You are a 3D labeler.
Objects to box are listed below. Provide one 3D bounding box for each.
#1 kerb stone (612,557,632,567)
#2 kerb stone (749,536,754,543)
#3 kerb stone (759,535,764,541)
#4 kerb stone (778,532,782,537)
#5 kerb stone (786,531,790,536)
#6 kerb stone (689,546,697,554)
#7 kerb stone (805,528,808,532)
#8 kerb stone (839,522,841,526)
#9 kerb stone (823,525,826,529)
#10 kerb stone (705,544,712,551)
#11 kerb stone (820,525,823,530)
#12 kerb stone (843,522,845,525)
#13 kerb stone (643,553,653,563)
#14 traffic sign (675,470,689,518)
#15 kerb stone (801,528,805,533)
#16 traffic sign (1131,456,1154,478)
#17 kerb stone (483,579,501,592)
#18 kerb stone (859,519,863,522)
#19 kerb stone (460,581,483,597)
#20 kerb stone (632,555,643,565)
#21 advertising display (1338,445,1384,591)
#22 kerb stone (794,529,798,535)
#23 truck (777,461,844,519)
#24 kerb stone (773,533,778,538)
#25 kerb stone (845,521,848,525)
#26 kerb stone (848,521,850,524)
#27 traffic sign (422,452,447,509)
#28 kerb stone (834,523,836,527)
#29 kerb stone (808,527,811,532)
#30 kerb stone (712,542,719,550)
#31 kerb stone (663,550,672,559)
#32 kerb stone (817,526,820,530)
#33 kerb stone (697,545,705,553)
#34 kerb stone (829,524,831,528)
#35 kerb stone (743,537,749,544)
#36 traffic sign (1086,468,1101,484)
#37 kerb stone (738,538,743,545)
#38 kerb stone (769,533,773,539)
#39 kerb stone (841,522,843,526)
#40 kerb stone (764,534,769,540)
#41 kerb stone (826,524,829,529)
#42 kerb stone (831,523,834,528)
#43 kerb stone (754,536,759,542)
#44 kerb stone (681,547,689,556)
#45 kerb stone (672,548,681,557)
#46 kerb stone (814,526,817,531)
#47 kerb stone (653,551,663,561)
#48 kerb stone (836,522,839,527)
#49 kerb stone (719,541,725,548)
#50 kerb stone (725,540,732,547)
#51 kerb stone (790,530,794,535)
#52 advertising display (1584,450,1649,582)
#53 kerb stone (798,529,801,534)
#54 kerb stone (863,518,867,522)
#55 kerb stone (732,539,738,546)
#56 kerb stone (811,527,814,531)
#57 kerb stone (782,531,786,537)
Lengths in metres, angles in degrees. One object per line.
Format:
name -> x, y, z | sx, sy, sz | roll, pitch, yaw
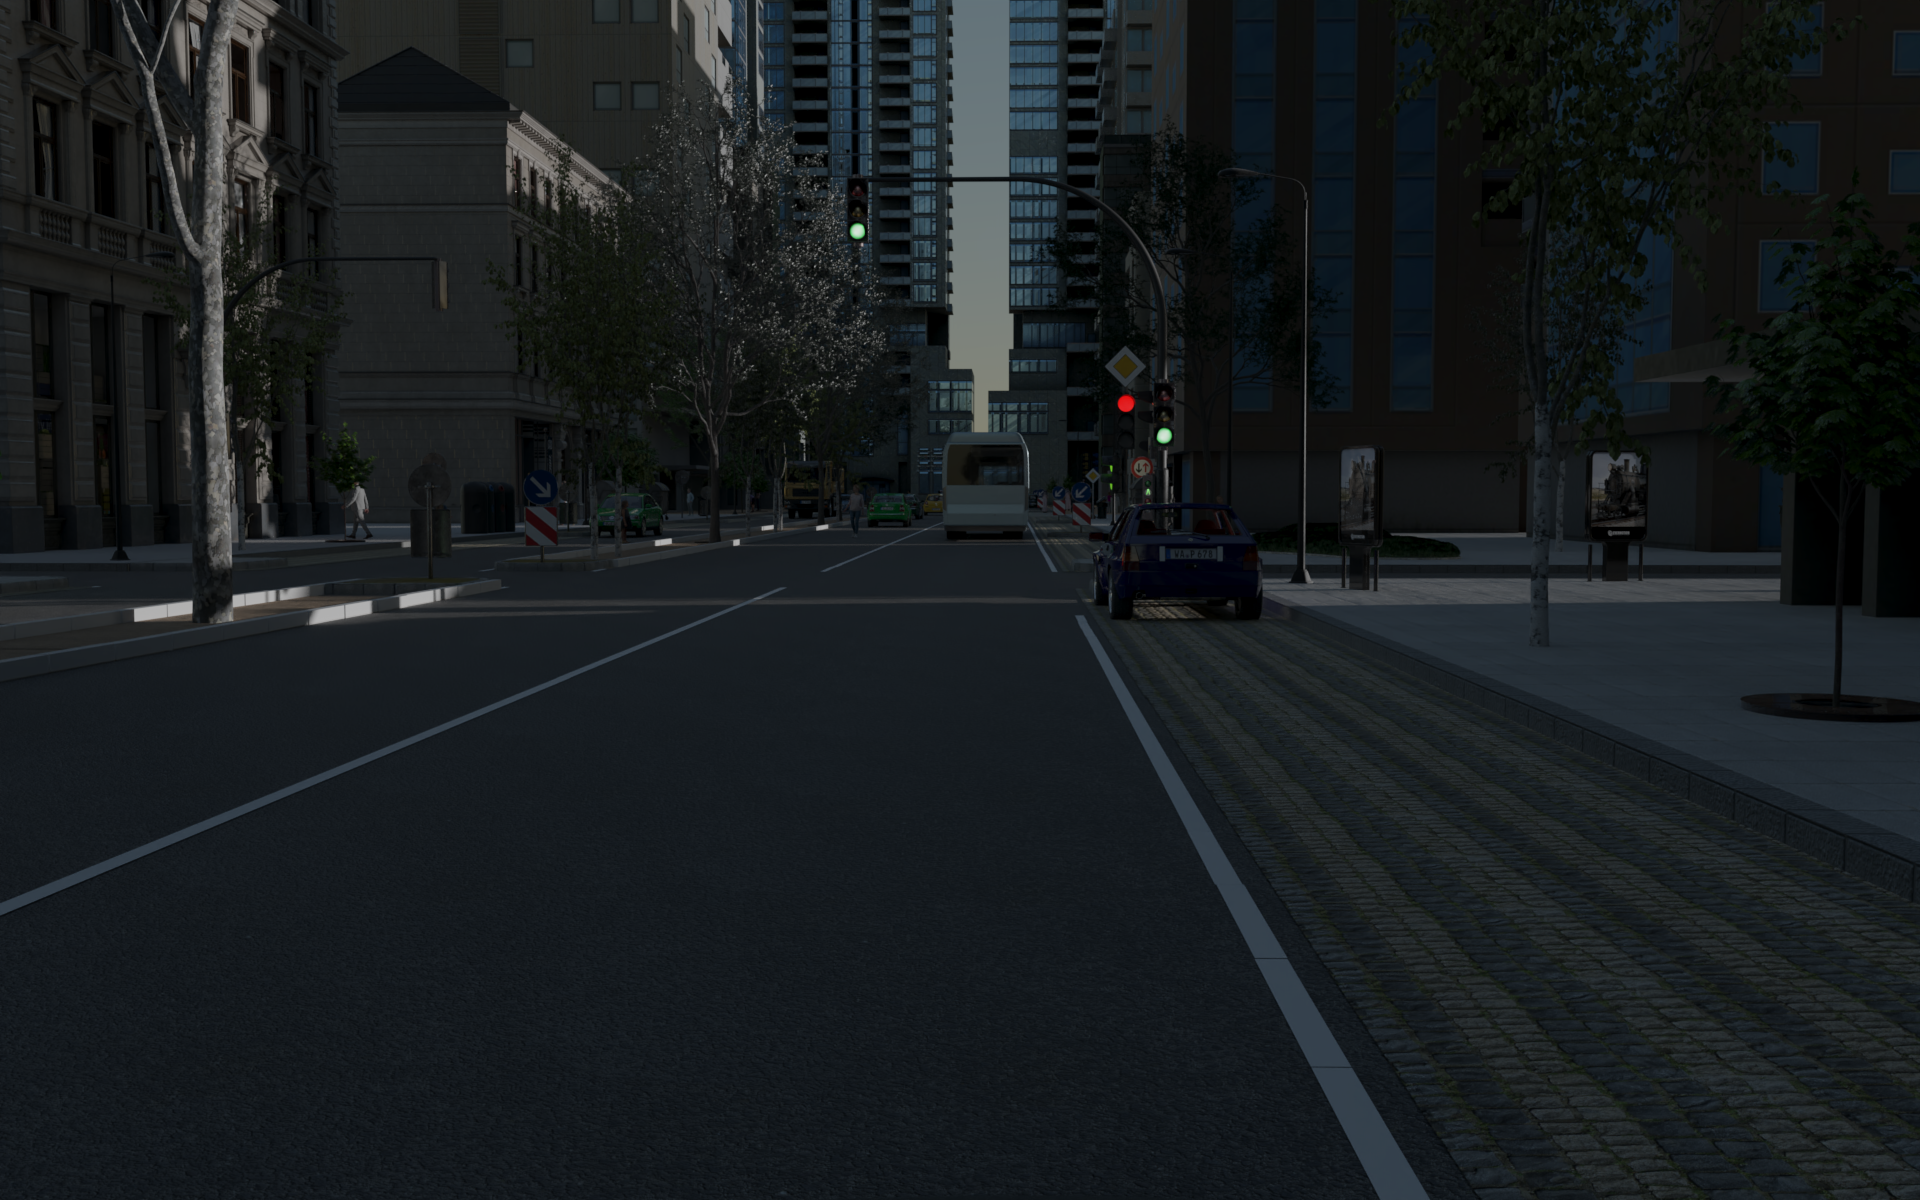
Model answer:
kerb stone -> -6.729, -0.743, 34.345 | 0.120, 0.150, 1.000 | 0, 4, 2
kerb stone -> -6.234, -1.747, 50.755 | 0.120, 0.150, 1.000 | 0, 4, 2
kerb stone -> -6.178, -1.872, 52.805 | 0.120, 0.150, 1.000 | 0, 4, 2
kerb stone -> -6.057, -2.122, 56.902 | 0.120, 0.150, 1.000 | 0, 4, 2
kerb stone -> -5.991, -2.248, 58.949 | 0.120, 0.150, 1.000 | 0, 4, 2
kerb stone -> -6.512, -1.183, 41.539 | 0.120, 0.150, 1.000 | 0, 4, 2
kerb stone -> -5.848, -2.558, 64.085 | 0.120, 0.150, 1.000 | 0, 4, 2
kerb stone -> -5.471, -3.312, 76.383 | 0.120, 0.150, 1.000 | 0, 4, 2
kerb stone -> -5.649, -2.938, 70.240 | 0.120, 0.150, 1.000 | 0, 4, 2
kerb stone -> -6.454, -1.307, 43.596 | 0.120, 0.150, 1.000 | 0, 4, 2
kerb stone -> -5.685, -2.876, 69.218 | 0.120, 0.150, 1.000 | 0, 4, 2
kerb stone -> -5.413, -3.440, 78.433 | 0.120, 0.150, 1.000 | 0, 4, 2
kerb stone -> -6.663, -0.869, 36.406 | 0.120, 0.150, 1.000 | 0, 4, 2
traffic sign -> -14.750, -5.613, 91.876 | 0.768, 2.556, 0.104 | 0, 4, 4
kerb stone -> -5.871, -2.499, 63.059 | 0.120, 0.150, 1.000 | 0, 4, 2
traffic sign -> 6.171, -3.584, 58.709 | 0.768, 2.556, 0.104 | 0, 4, 4
kerb stone -> -6.993, -0.204, 25.615 | 0.120, 0.150, 1.000 | 0, 4, 2
kerb stone -> -5.133, -4.003, 87.651 | 0.120, 0.150, 1.000 | 0, 4, 2
kerb stone -> -7.021, -0.142, 24.594 | 0.120, 0.150, 1.000 | 0, 4, 2
kerb stone -> -6.690, -0.806, 35.372 | 0.120, 0.150, 1.000 | 0, 4, 2
advertising display -> 5.361, -1.100, 23.196 | 0.123, 1.923, 0.974 | -1, 4, -17
kerb stone -> -5.928, -2.372, 61.002 | 0.120, 0.150, 1.000 | 0, 4, 2
truck -> -8.670, -6.546, 102.956 | 3.469, 3.379, 9.791 | 0, 4, 2
kerb stone -> -6.081, -2.060, 55.876 | 0.120, 0.150, 1.000 | 0, 4, 2
kerb stone -> -5.378, -3.502, 79.455 | 0.120, 0.150, 1.000 | 0, 4, 2
kerb stone -> -5.348, -3.561, 80.477 | 0.120, 0.150, 1.000 | 0, 4, 2
traffic sign -> -16.082, -3.235, 52.991 | 0.768, 2.556, 0.104 | 0, 4, 4
kerb stone -> -5.529, -3.187, 74.332 | 0.120, 0.150, 1.000 | 0, 4, 2
kerb stone -> -5.805, -2.623, 65.118 | 0.120, 0.150, 1.000 | 0, 4, 2
kerb stone -> -6.426, -1.366, 44.621 | 0.120, 0.150, 1.000 | 0, 4, 2
kerb stone -> -6.601, -0.993, 38.462 | 0.120, 0.150, 1.000 | 0, 4, 2
kerb stone -> -5.715, -2.810, 68.196 | 0.120, 0.150, 1.000 | 0, 4, 2
kerb stone -> -6.480, -1.242, 42.568 | 0.120, 0.150, 1.000 | 0, 4, 2
kerb stone -> -5.588, -3.063, 72.283 | 0.120, 0.150, 1.000 | 0, 4, 2
kerb stone -> -6.269, -1.684, 49.733 | 0.120, 0.150, 1.000 | 0, 4, 2
traffic sign -> 6.762, -5.387, 87.813 | 0.795, 2.593, 0.064 | 1, 4, 11
kerb stone -> -6.298, -1.622, 48.710 | 0.120, 0.150, 1.000 | 0, 4, 2
kerb stone -> -6.118, -1.996, 54.853 | 0.120, 0.150, 1.000 | 0, 4, 2
kerb stone -> -5.438, -3.377, 77.408 | 0.120, 0.150, 1.000 | 0, 4, 2
kerb stone -> -6.145, -1.934, 53.827 | 0.120, 0.150, 1.000 | 0, 4, 2
kerb stone -> -5.623, -2.999, 71.262 | 0.120, 0.150, 1.000 | 0, 4, 2
kerb stone -> -5.565, -3.125, 73.305 | 0.120, 0.150, 1.000 | 0, 4, 2
kerb stone -> -6.203, -1.805, 51.777 | 0.120, 0.150, 1.000 | 0, 4, 2
kerb stone -> -6.548, -1.119, 40.514 | 0.120, 0.150, 1.000 | 0, 4, 2
kerb stone -> -6.572, -1.058, 39.492 | 0.120, 0.150, 1.000 | 0, 4, 2
kerb stone -> -5.742, -2.746, 67.163 | 0.120, 0.150, 1.000 | 0, 4, 2
kerb stone -> -6.637, -0.932, 37.440 | 0.120, 0.150, 1.000 | 0, 4, 2
kerb stone -> -5.503, -3.251, 75.354 | 0.120, 0.150, 1.000 | 0, 4, 2
kerb stone -> -6.392, -1.429, 45.642 | 0.120, 0.150, 1.000 | 0, 4, 2
kerb stone -> -6.355, -1.490, 46.664 | 0.120, 0.150, 1.000 | 0, 4, 2
kerb stone -> -5.963, -2.305, 59.981 | 0.120, 0.150, 1.000 | 0, 4, 2
advertising display -> 9.634, -1.236, 25.419 | 0.974, 1.923, 0.123 | -1, 4, -14
kerb stone -> -5.907, -2.434, 62.024 | 0.120, 0.150, 1.000 | 0, 4, 2
kerb stone -> -5.034, -4.191, 90.727 | 0.120, 0.150, 1.000 | 0, 4, 2
kerb stone -> -6.331, -1.557, 47.688 | 0.120, 0.150, 1.000 | 0, 4, 2
kerb stone -> -5.776, -2.688, 66.140 | 0.120, 0.150, 1.000 | 0, 4, 2
kerb stone -> -6.024, -2.185, 57.928 | 0.120, 0.150, 1.000 | 0, 4, 2
